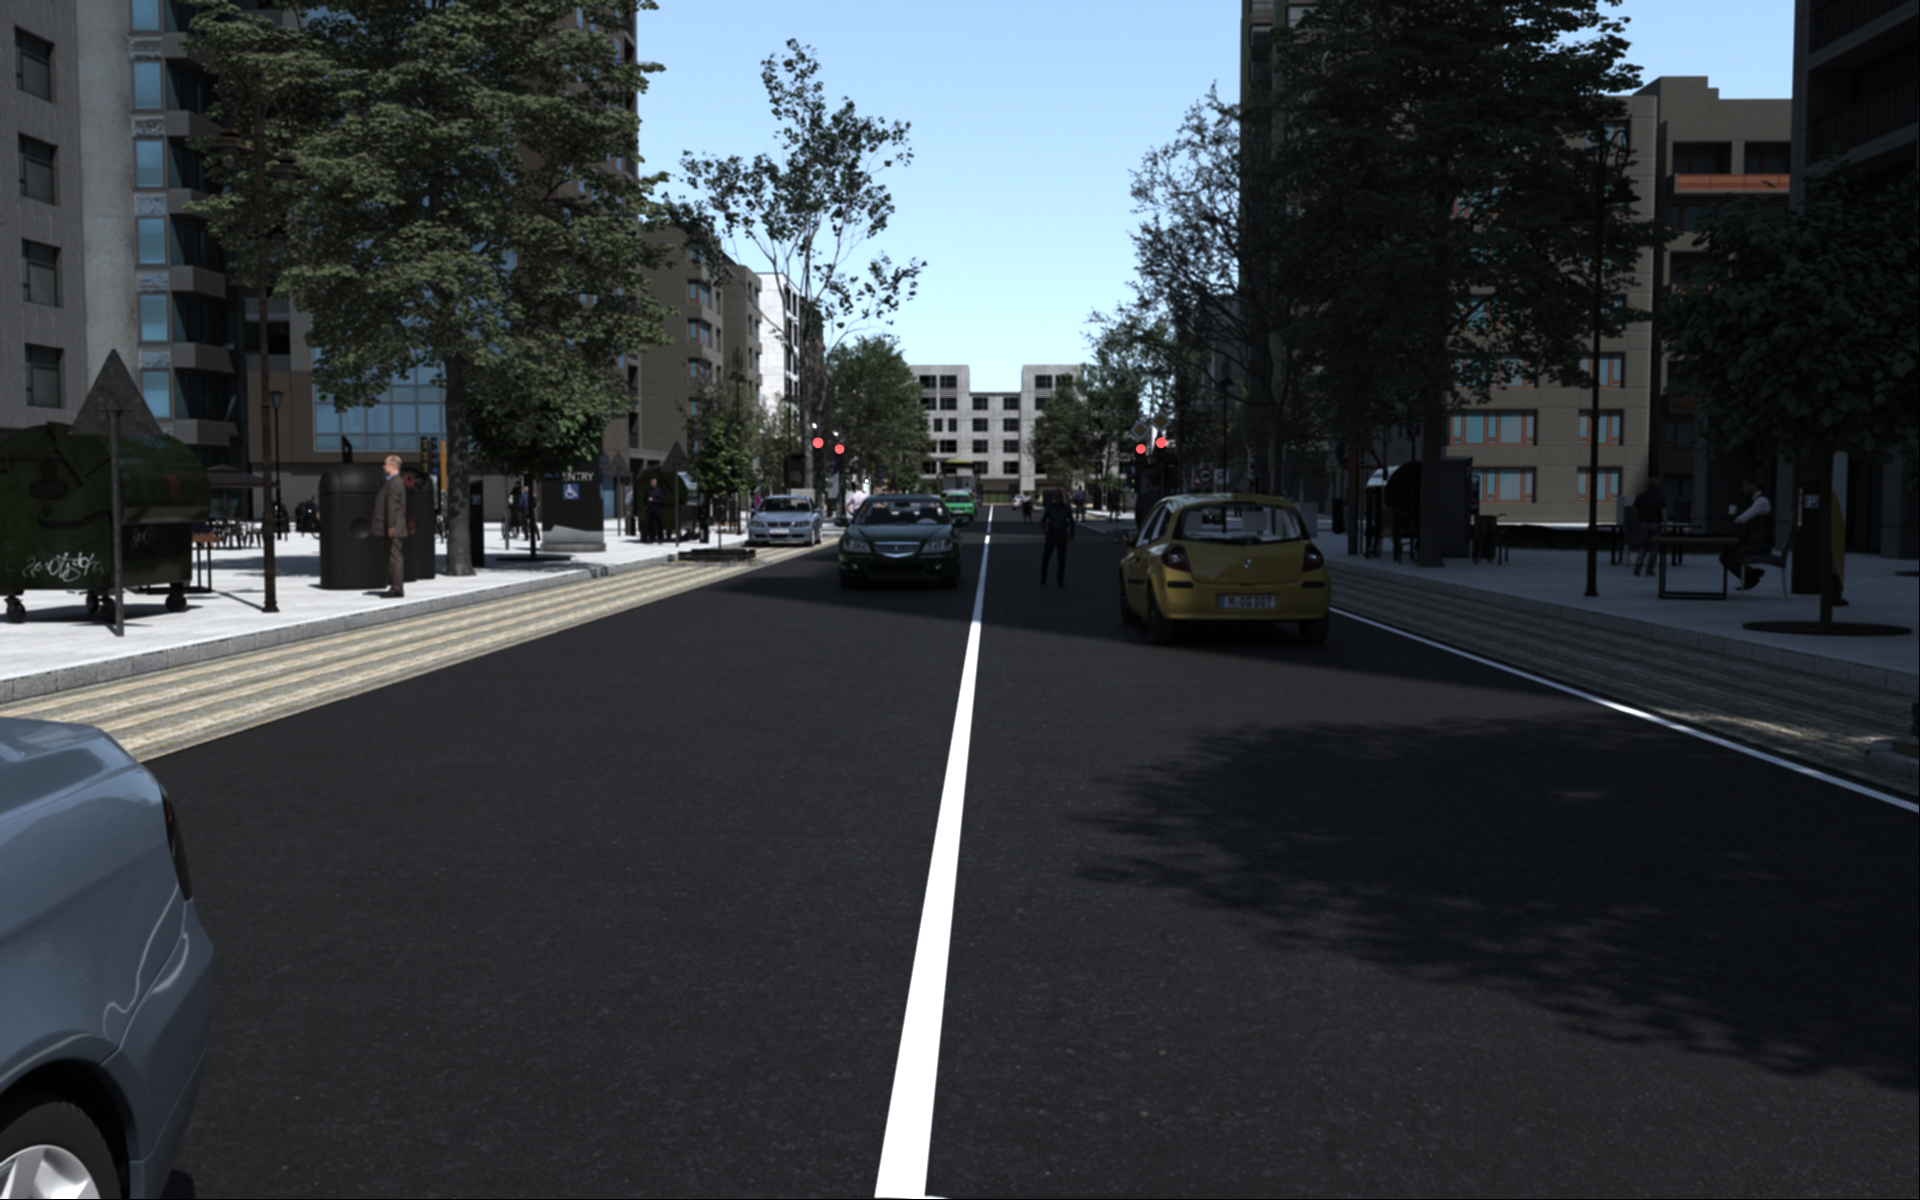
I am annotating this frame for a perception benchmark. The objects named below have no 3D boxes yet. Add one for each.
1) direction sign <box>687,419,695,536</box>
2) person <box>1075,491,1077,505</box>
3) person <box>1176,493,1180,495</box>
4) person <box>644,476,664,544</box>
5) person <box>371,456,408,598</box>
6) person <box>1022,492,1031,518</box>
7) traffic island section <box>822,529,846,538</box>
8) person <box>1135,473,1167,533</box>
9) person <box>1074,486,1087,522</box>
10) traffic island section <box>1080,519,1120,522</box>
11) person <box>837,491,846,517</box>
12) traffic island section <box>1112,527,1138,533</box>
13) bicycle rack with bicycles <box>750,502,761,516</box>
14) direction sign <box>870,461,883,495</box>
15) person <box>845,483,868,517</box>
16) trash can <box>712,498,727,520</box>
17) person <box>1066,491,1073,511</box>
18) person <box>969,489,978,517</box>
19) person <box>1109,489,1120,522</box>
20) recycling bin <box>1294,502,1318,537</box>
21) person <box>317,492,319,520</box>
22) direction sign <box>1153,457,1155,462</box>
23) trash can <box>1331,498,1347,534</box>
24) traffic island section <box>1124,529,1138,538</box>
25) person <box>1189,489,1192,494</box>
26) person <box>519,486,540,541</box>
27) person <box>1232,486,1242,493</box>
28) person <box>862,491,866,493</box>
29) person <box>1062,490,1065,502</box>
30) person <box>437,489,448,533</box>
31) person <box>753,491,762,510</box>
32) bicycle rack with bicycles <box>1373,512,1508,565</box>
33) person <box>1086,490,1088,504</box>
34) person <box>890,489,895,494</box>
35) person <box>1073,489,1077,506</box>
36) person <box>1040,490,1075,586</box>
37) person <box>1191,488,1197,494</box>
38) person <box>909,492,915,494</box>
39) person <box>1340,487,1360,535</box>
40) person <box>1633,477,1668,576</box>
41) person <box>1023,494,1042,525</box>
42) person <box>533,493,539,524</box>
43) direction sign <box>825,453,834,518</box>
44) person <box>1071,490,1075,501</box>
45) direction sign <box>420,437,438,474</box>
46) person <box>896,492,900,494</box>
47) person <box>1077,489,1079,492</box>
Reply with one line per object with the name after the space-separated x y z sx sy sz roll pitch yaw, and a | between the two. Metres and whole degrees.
-8.163 -3.708 52.625 0.379 3.537 0.876 0 4 4 | direction sign
13.954 -12.402 209.491 0.721 1.739 1.217 2 4 23 | person
9.928 -4.188 78.419 0.340 1.345 0.435 -1 4 -19 | person
-7.906 -2.313 44.565 0.576 1.737 0.504 0 4 6 | person
-7.107 -0.916 21.566 0.434 1.755 0.990 -1 4 -16 | person
4.067 -5.774 105.122 0.614 1.554 0.590 -1 4 -8 | person
-4.722 -2.178 57.896 2.009 0.180 2.903 0 4 1 | traffic island section
2.597 -0.843 23.197 0.530 1.710 0.541 -3 5 -43 | person
6.189 -4.930 88.970 0.709 1.838 0.599 0 4 6 | person
7.312 -4.150 90.722 1.991 0.108 1.994 0 4 1 | traffic island section
-5.797 -4.748 84.495 0.431 1.722 0.655 1 4 12 | person
6.832 -2.653 65.655 2.009 0.180 2.903 0 4 1 | traffic island section
-8.385 -4.025 79.188 2.852 0.926 2.925 0 4 -6 | bicycle rack with bicycles
-5.771 -7.799 119.503 0.876 3.537 0.379 -1 4 -18 | direction sign
-2.508 -2.106 43.870 0.756 1.711 0.436 2 4 25 | person
-9.894 -3.652 71.364 0.748 1.137 0.748 0 3 0 | trash can
8.104 -7.203 127.730 0.593 1.643 0.415 1 4 11 | person
0.798 -5.910 105.947 0.655 1.722 0.431 -3 5 -39 | person
7.824 -4.787 87.691 0.541 1.710 0.530 2 4 31 | person
10.170 -2.393 51.681 0.722 1.027 0.722 -2 4 -35 | recycling bin
-13.506 -1.658 37.058 0.435 1.345 0.340 -2 4 -34 | person
12.086 -6.965 105.880 0.876 3.537 0.379 0 4 -3 | direction sign
12.581 -2.758 56.747 0.748 1.137 0.748 0 3 0 | trash can
6.677 -2.165 57.671 2.009 0.180 2.903 0 4 1 | traffic island section
19.430 -8.511 146.117 0.541 1.710 0.530 -1 4 -10 | person
-11.856 -2.385 47.731 0.574 1.496 0.600 -1 4 -10 | person
15.652 -5.559 97.626 0.565 1.739 0.600 -1 4 -16 | person
-3.026 -2.671 54.646 0.387 1.526 0.523 0 4 -6 | person
11.876 -11.973 202.476 1.217 1.739 0.721 -3 5 -42 | person
-17.265 -3.094 57.349 0.376 1.734 0.841 1 4 16 | person
-8.452 -3.909 73.193 0.726 1.435 0.776 2 4 29 | person
9.051 -1.154 32.244 2.852 0.926 2.925 1 4 22 | bicycle rack with bicycles
15.703 -12.800 215.882 0.434 1.755 0.990 2 4 25 | person
-3.592 -5.134 93.243 0.445 1.727 0.742 0 4 -6 | person
12.516 -11.045 186.496 0.709 1.838 0.599 -3 5 -41 | person
1.449 -0.975 27.130 0.574 1.496 0.600 2 4 28 | person
17.721 -7.635 131.555 0.565 1.739 0.600 3 5 43 | person
-5.802 -12.461 209.407 1.348 1.869 0.705 1 4 16 | person
12.196 -2.932 54.109 0.434 1.807 0.598 -2 4 -31 | person
10.734 -1.154 27.121 0.471 1.553 0.569 -1 4 -11 | person
3.380 -4.262 81.375 0.799 1.438 0.628 -2 4 -29 | person
-18.525 -3.990 75.187 0.340 1.345 0.435 1 4 18 | person
-7.252 -6.268 94.475 0.876 3.537 0.379 -2 4 -34 | direction sign
13.300 -12.000 202.960 0.721 1.735 1.217 2 4 26 | person
-21.014 -4.687 68.636 0.379 3.537 0.876 2 4 28 | direction sign
-6.763 -10.973 186.005 0.990 1.755 0.434 0 4 -2 | person
13.421 -11.631 196.083 0.599 1.838 0.709 3 5 44 | person
